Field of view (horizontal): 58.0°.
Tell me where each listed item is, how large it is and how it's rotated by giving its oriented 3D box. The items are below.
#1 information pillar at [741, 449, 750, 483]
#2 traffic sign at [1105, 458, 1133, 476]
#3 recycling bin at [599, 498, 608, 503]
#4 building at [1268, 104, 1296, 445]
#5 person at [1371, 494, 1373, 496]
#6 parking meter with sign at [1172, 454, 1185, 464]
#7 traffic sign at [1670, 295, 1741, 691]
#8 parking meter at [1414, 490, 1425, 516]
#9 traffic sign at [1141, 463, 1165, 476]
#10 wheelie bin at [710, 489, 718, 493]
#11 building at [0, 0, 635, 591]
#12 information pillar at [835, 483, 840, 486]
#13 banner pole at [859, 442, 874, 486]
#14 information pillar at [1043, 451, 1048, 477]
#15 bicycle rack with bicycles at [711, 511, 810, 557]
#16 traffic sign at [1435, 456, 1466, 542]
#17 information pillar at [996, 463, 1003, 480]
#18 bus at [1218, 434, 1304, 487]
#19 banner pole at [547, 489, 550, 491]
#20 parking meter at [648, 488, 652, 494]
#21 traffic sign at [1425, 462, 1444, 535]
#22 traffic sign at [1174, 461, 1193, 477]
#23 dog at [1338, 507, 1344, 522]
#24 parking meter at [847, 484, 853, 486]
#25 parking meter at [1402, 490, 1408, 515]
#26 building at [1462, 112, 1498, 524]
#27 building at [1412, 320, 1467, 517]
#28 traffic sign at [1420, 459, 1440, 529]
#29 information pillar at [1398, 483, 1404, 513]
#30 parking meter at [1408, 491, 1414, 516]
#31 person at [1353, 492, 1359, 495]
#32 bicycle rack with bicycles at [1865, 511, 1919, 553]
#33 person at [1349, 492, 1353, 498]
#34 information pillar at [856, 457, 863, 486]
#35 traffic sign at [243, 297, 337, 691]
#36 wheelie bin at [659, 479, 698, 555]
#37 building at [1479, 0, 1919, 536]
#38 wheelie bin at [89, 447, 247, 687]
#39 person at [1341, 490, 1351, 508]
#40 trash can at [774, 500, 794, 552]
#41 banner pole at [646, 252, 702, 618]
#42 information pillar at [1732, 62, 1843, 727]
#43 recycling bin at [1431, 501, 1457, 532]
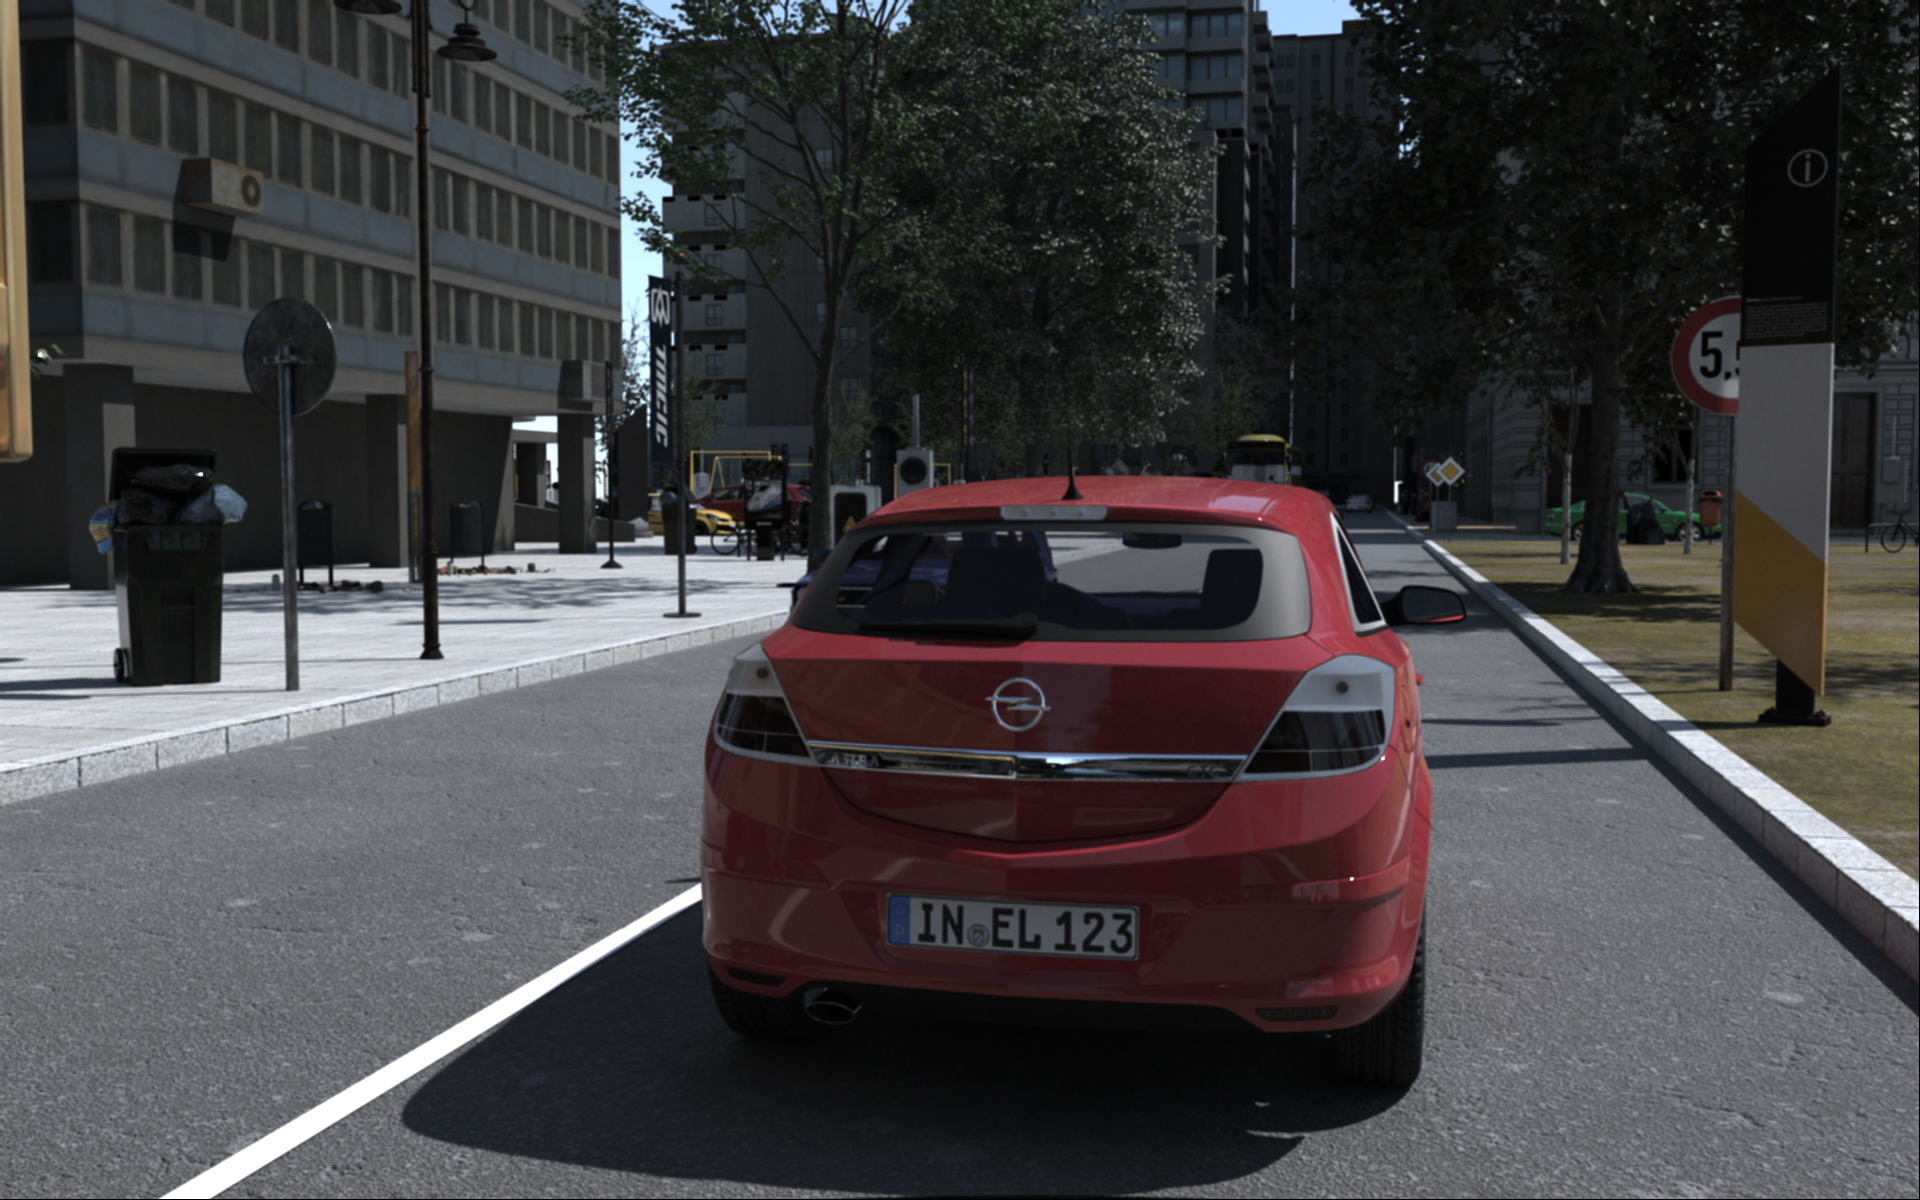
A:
[{"bbox_3d":[-11.221,-6.069,90.577,0.504,3.616,0.183,-3,5,-40],"label":"information pillar"},{"bbox_3d":[4.418,-2.731,48.288,0.795,2.450,0.064,1,4,13],"label":"traffic sign"},{"bbox_3d":[-20.476,-5.277,98.831,0.722,1.027,0.722,3,5,44],"label":"recycling bin"},{"bbox_3d":[30.505,-33.449,197.008,14.200,45.320,14.600,1,4,13],"label":"building"},{"bbox_3d":[40.783,-9.812,172.163,0.421,1.427,0.697,-2,4,-31],"label":"person"},{"bbox_3d":[9.792,-4.839,75.377,0.543,3.016,1.738,2,4,28],"label":"parking meter with sign"},{"bbox_3d":[4.997,-0.680,11.229,0.768,2.556,0.104,1,4,22],"label":"traffic sign"},{"bbox_3d":[25.793,-5.407,96.812,0.372,1.533,0.369,0,3,0],"label":"parking meter"},{"bbox_3d":[6.239,-3.206,56.063,0.795,2.450,0.064,1,4,13],"label":"traffic sign"},{"bbox_3d":[-14.260,-5.683,100.818,0.980,1.594,0.693,0,4,8],"label":"wheelie bin"},{"bbox_3d":[-20.099,-20.884,33.335,23.993,40.220,32.217,1,4,13],"label":"building"},{"bbox_3d":[-8.374,-6.981,118.628,0.304,2.012,0.304,0,4,4],"label":"information pillar"},{"bbox_3d":[-4.281,-5.663,82.614,0.401,3.779,0.863,2,4,29],"label":"banner pole"},{"bbox_3d":[4.624,-6.343,95.056,0.504,3.616,0.183,-3,4,-38],"label":"information pillar"},{"bbox_3d":[-3.776,-1.399,36.260,2.925,0.926,2.852,0,4,2],"label":"bicycle rack with bicycles"},{"bbox_3d":[13.075,-2.606,46.248,0.795,2.450,0.064,1,4,13],"label":"traffic sign"},{"bbox_3d":[2.917,-8.340,127.714,0.504,3.616,0.183,1,4,23],"label":"information pillar"},{"bbox_3d":[13.234,-5.094,74.835,2.896,3.916,12.252,1,4,15],"label":"bus"},{"bbox_3d":[-33.061,-9.093,138.691,0.863,3.779,0.401,0,4,5],"label":"banner pole"},{"bbox_3d":[-12.242,-3.639,67.914,0.372,1.533,0.369,0,3,0],"label":"parking meter"},{"bbox_3d":[14.895,-3.081,54.023,0.795,2.450,0.064,1,4,13],"label":"traffic sign"},{"bbox_3d":[8.469,-4.030,65.998,0.768,2.556,0.104,1,4,21],"label":"traffic sign"},{"bbox_3d":[17.969,-3.949,81.409,0.513,0.831,0.800,3,5,42],"label":"dog"},{"bbox_3d":[-6.255,-5.657,98.200,0.399,1.863,0.255,-1,4,-14],"label":"parking meter"},{"bbox_3d":[27.677,-6.067,107.609,0.372,1.533,0.369,0,3,0],"label":"parking meter"},{"bbox_3d":[31.415,-14.818,84.073,13.314,21.916,24.055,1,4,13],"label":"building"},{"bbox_3d":[36.750,-17.840,110.745,14.314,24.678,30.058,1,4,13],"label":"building"},{"bbox_3d":[17.047,-3.828,62.696,0.768,2.556,0.104,1,4,19],"label":"traffic sign"},{"bbox_3d":[29.459,-6.801,115.681,0.304,2.012,0.304,-1,4,-14],"label":"information pillar"},{"bbox_3d":[27.108,-5.809,103.385,0.372,1.533,0.369,0,3,0],"label":"parking meter"},{"bbox_3d":[40.497,-10.218,177.034,0.593,1.643,0.415,1,4,13],"label":"person"},{"bbox_3d":[21.149,-1.460,37.257,2.925,0.926,2.852,-1,4,-20],"label":"bicycle rack with bicycles"},{"bbox_3d":[43.467,-11.160,192.430,0.415,1.643,0.593,-3,4,-37],"label":"person"},{"bbox_3d":[-5.718,-6.558,98.570,0.504,3.616,0.183,3,5,40],"label":"information pillar"},{"bbox_3d":[-4.359,-0.681,11.233,0.768,2.556,0.104,1,4,22],"label":"traffic sign"},{"bbox_3d":[-5.956,-1.755,36.604,0.693,1.594,0.980,1,4,10],"label":"wheelie bin"},{"bbox_3d":[28.353,-13.519,57.195,21.152,22.565,11.583,1,4,13],"label":"building"},{"bbox_3d":[-5.355,-0.238,11.792,0.980,1.594,0.693,-2,4,-34],"label":"wheelie bin"},{"bbox_3d":[40.299,-10.503,180.203,1.348,1.826,0.705,-1,4,-15],"label":"person"},{"bbox_3d":[-4.085,-1.654,38.699,0.748,1.137,0.748,0,3,0],"label":"trash can"},{"bbox_3d":[-2.986,-1.700,17.809,0.401,3.779,0.863,1,4,20],"label":"banner pole"},{"bbox_3d":[4.611,-1.119,9.644,0.504,3.616,0.183,3,4,36],"label":"information pillar"},{"bbox_3d":[16.541,-2.852,59.180,0.722,1.027,0.722,0,4,2],"label":"recycling bin"}]
